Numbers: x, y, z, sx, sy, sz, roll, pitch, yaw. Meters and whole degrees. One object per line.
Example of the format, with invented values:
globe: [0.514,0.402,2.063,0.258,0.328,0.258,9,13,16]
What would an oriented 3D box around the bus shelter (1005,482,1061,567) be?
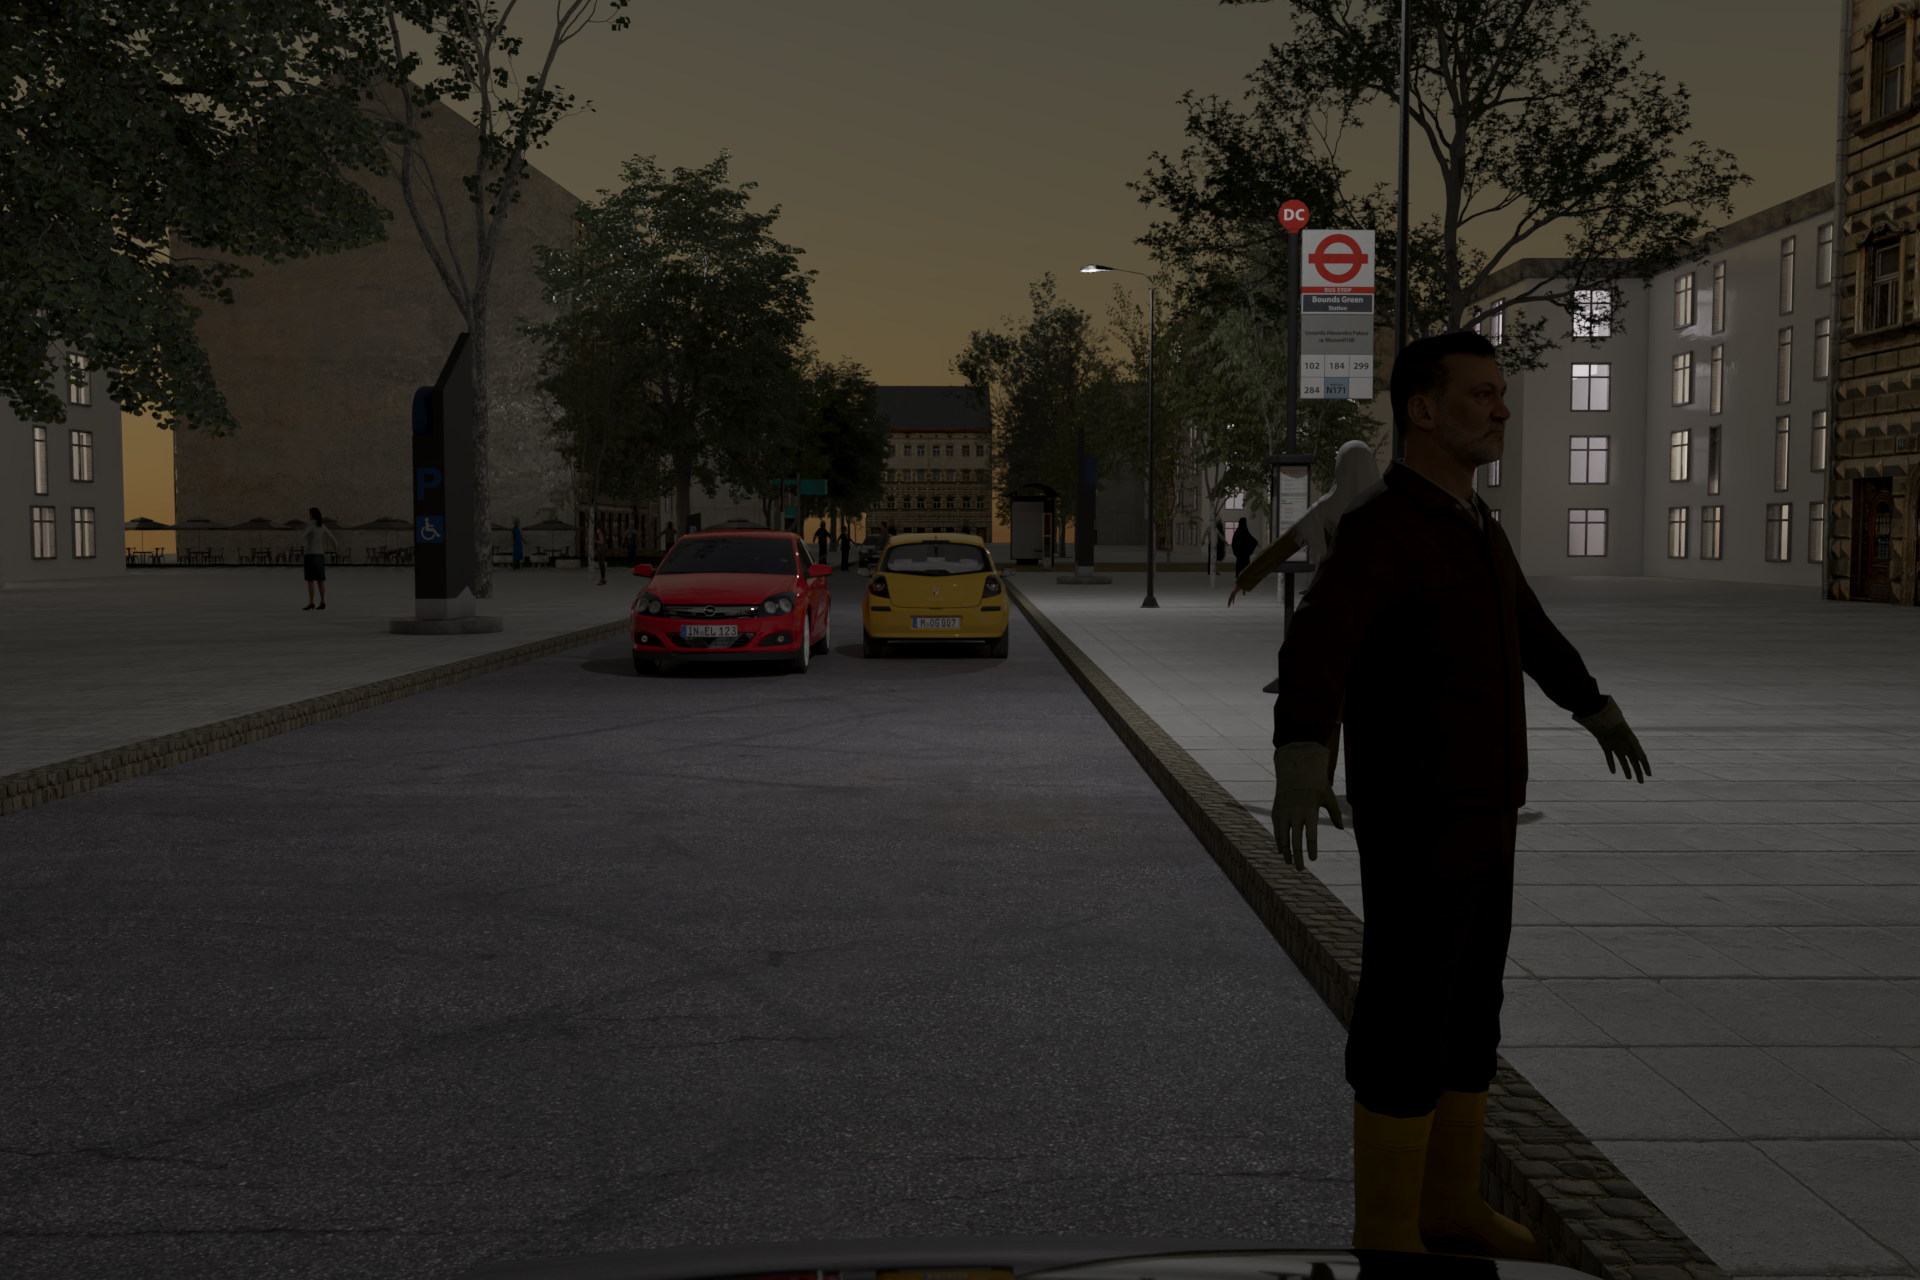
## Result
bus shelter: [2.894,-4.638,69.757,2.014,3.302,5.546,0,4,0]

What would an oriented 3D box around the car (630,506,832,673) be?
car: [-2.448,-0.618,19.140,2.155,1.783,4.494,0,4,0]

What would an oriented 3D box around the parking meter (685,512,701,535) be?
parking meter: [-7.181,-2.505,46.661,0.399,1.863,0.255,0,4,-1]

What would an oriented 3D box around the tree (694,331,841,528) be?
tree: [-9.821,-9.937,88.224,9.928,11.665,9.643,0,3,0]

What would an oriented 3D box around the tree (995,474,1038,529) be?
tree: [8.901,-20.651,255.773,7.486,12.596,7.792,0,3,0]

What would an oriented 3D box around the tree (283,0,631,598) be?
tree: [-11.023,-10.923,34.487,12.611,20.169,13.585,0,3,0]

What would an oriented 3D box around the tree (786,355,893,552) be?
tree: [-9.221,-13.358,125.061,9.857,13.997,8.962,0,3,0]

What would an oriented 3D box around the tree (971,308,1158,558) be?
tree: [5.683,-11.188,93.288,12.009,13.543,11.850,0,3,0]

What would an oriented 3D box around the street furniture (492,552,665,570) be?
street furniture: [-12.716,-3.024,65.063,10.072,0.657,5.734,0,4,-6]

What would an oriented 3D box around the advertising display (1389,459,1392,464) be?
advertising display: [3.749,-0.567,14.485,0.123,1.923,0.974,0,4,0]

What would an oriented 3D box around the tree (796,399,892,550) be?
tree: [-9.283,-13.327,136.029,7.486,12.596,7.792,0,3,0]

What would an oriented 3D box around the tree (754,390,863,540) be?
tree: [-9.617,-10.647,108.487,7.601,10.594,8.767,-1,4,-16]

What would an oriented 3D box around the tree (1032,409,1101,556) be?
tree: [6.098,-9.361,103.406,4.737,8.622,4.395,0,3,0]

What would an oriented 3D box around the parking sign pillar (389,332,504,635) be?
parking sign pillar: [-6.734,-2.087,22.601,1.447,3.967,1.447,0,4,0]

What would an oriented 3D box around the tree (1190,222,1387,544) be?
tree: [11.282,-8.689,60.199,7.486,12.596,7.792,0,3,0]

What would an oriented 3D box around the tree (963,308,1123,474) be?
tree: [6.864,-17.642,144.342,12.611,20.169,13.585,0,3,0]

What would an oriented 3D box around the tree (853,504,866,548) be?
tree: [-9.336,-12.673,157.562,4.360,8.622,3.978,0,3,0]

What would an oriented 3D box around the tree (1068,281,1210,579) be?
tree: [5.363,-6.074,49.680,4.737,8.622,4.395,0,3,0]

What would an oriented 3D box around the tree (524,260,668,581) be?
tree: [-10.059,-5.894,46.735,4.360,8.622,3.978,0,3,0]

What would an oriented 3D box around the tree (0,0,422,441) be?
tree: [-9.461,-6.675,15.795,9.857,13.997,8.962,0,3,0]

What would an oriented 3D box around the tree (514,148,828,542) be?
tree: [-9.210,-9.174,56.648,9.857,13.997,8.962,0,3,0]

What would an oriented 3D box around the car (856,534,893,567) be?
car: [-3.528,-4.068,76.302,2.009,1.686,4.222,0,3,0]

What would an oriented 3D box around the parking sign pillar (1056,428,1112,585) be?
parking sign pillar: [3.212,-3.435,44.630,1.447,3.967,1.447,0,4,0]

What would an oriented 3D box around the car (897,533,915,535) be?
car: [-2.971,-5.493,98.856,2.155,1.783,4.494,0,4,0]

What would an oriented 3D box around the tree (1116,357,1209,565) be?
tree: [8.726,-7.410,71.523,4.360,8.622,3.978,0,3,0]

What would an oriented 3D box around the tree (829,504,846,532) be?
tree: [-16.802,-18.490,252.672,4.360,8.622,3.978,0,3,0]

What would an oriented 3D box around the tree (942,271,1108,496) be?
tree: [5.090,-16.617,127.584,12.611,20.169,13.585,0,3,0]

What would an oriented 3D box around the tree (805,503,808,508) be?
tree: [-25.744,-21.118,251.941,9.857,13.997,8.962,0,3,0]

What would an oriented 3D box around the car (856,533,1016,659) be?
car: [-0.295,-0.682,21.370,2.015,1.641,3.980,0,4,-1]

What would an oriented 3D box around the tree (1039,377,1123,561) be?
tree: [5.581,-8.069,82.294,4.737,8.622,4.395,0,3,0]

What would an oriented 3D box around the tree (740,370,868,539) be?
tree: [-9.254,-10.077,99.168,8.767,10.594,7.601,0,4,5]

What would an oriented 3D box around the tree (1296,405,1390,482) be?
tree: [16.200,-7.612,74.815,4.737,8.622,4.395,0,3,0]

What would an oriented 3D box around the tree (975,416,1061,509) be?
tree: [6.396,-15.374,161.742,12.009,13.543,11.850,0,3,0]

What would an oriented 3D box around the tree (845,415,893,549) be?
tree: [-9.394,-13.456,145.768,9.928,11.665,9.643,0,3,0]

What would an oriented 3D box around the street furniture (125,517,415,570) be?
street furniture: [-33.457,-3.731,66.038,27.439,1.986,14.083,1,4,14]

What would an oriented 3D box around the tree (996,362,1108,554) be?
tree: [6.146,-11.938,113.309,7.486,12.596,7.792,0,3,0]

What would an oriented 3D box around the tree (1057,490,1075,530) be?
tree: [17.139,-20.350,250.849,7.486,12.596,7.792,0,3,0]
